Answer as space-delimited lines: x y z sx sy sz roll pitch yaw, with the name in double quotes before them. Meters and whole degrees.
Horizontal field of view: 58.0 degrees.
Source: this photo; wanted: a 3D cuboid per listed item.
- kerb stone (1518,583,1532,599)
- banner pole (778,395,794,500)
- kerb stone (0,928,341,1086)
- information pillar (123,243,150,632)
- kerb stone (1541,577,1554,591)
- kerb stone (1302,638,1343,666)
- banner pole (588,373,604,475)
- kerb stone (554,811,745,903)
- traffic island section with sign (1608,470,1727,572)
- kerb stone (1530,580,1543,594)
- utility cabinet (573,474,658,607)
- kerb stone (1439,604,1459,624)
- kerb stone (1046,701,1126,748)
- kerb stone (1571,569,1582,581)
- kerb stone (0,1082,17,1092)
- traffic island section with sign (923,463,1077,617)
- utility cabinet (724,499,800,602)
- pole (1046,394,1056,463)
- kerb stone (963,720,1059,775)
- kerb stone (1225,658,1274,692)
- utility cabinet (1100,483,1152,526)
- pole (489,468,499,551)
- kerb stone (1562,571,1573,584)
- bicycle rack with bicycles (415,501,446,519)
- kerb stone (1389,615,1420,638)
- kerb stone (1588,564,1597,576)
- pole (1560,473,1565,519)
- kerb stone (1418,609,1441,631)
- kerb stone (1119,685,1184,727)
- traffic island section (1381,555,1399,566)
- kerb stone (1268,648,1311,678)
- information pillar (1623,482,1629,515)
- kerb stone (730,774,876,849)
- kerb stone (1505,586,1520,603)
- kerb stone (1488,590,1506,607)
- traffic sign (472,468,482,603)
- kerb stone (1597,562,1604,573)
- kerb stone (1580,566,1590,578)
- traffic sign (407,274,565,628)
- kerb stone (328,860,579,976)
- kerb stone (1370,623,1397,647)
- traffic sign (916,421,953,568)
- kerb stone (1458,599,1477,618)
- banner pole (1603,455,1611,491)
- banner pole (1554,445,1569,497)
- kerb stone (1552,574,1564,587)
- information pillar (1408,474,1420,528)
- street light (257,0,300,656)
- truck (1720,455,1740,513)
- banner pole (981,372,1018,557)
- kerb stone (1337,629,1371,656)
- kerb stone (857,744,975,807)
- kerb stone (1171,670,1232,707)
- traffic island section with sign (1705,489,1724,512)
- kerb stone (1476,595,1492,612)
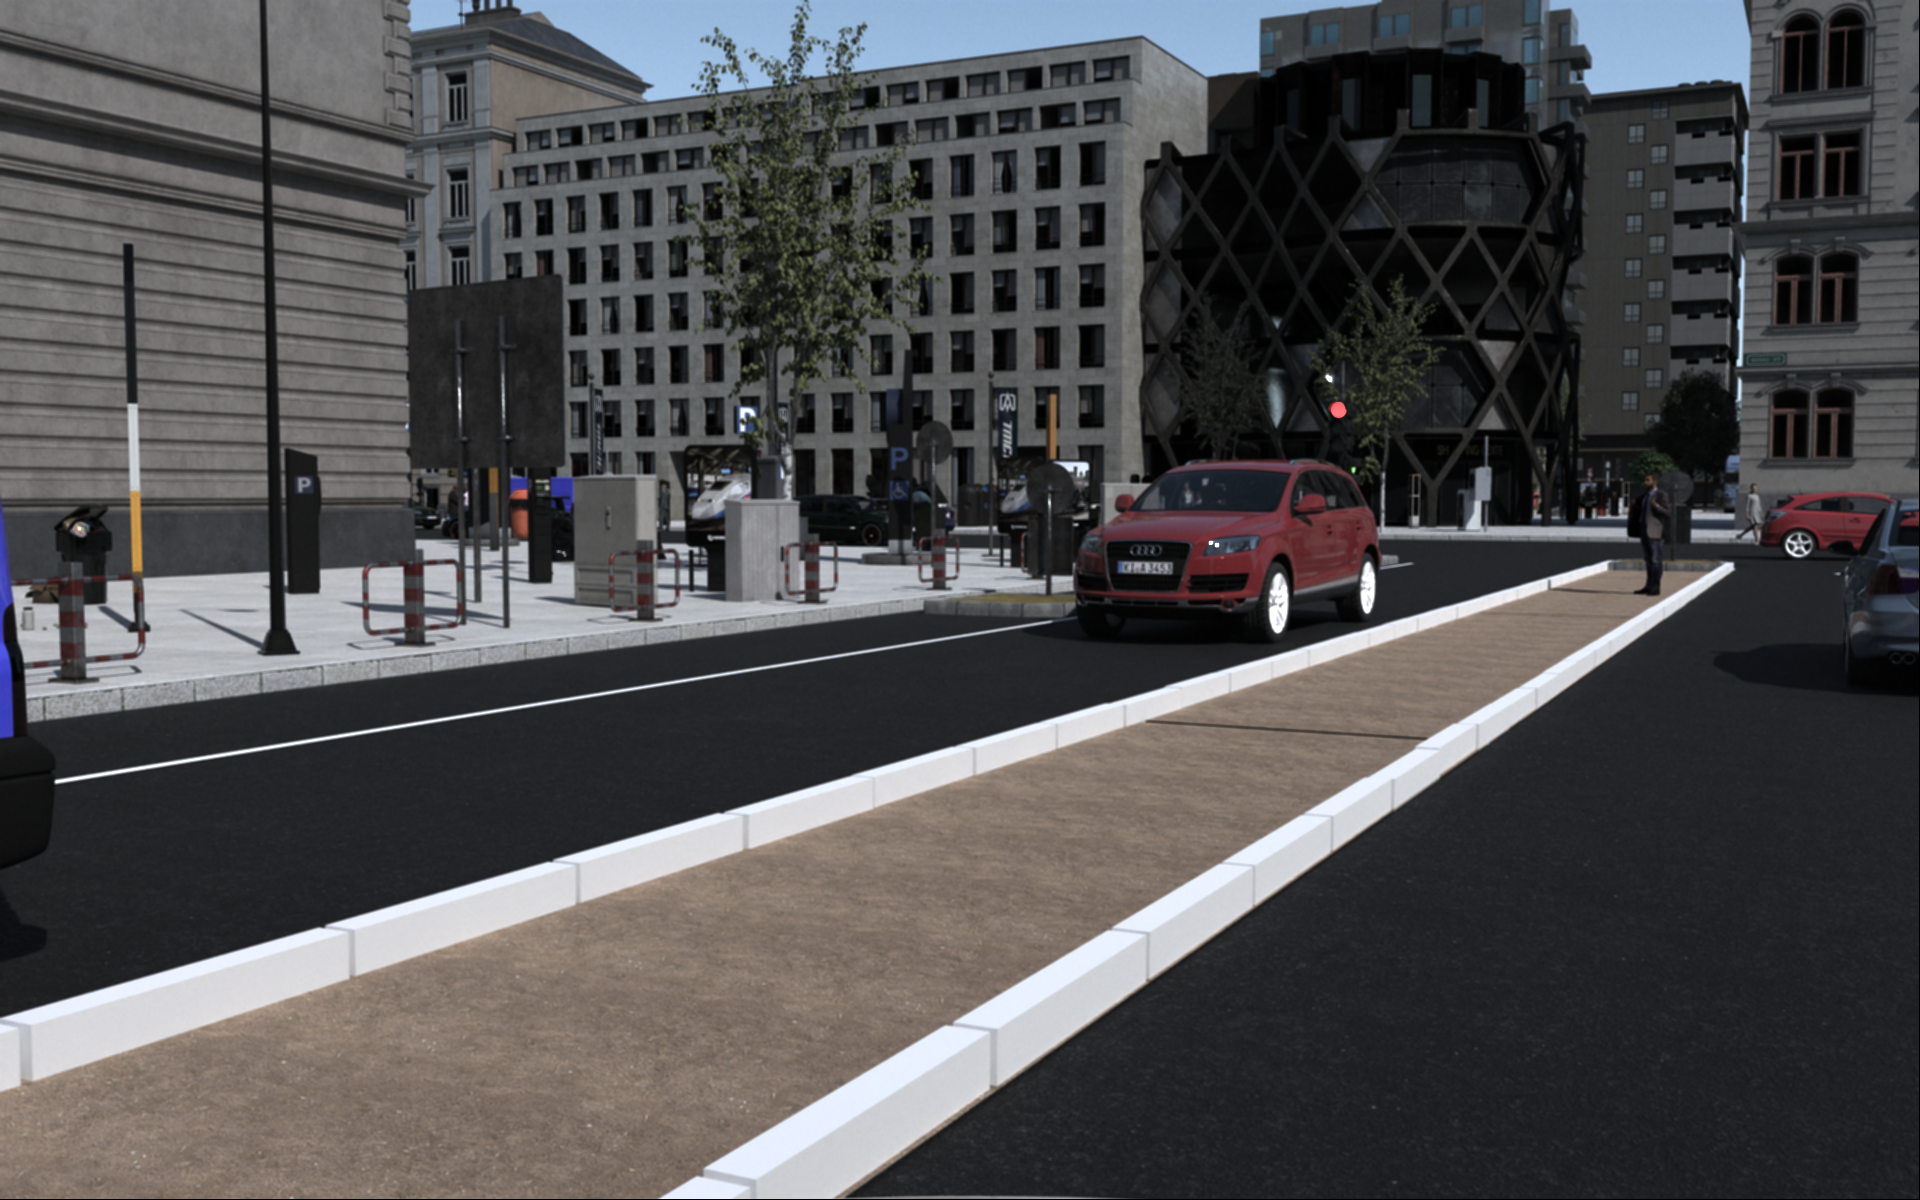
"kerb stone" 7.706 -0.101 23.854 0.120 0.150 1.000 2 4 27
"banner pole" -4.195 -3.181 42.022 0.401 3.779 0.863 2 4 27
"kerb stone" -2.072 1.074 4.663 0.120 0.150 1.000 2 4 27
"information pillar" -7.662 -1.511 16.058 0.183 3.616 0.504 -2 4 -25
"kerb stone" 8.632 -0.214 25.690 0.120 0.150 1.000 2 4 27
"kerb stone" 3.049 0.457 14.722 0.120 0.150 1.000 2 4 27
"banner pole" -7.603 -2.827 36.231 0.401 3.779 0.863 1 4 10
"kerb stone" -1.147 0.960 6.494 0.120 0.150 1.000 2 4 27
"traffic island section with sign" 13.448 -1.506 32.767 2.006 1.907 1.989 2 4 27
"kerb stone" 8.165 -0.158 24.778 0.120 0.150 1.000 2 4 27
"utility cabinet" -3.922 -0.670 19.641 1.173 1.500 0.318 3 5 42
"kerb stone" 5.371 0.177 19.294 0.120 0.150 1.000 2 4 27
"kerb stone" 0.719 0.737 10.149 0.120 0.150 1.000 2 4 27
"kerb stone" 10.035 -0.379 28.444 0.120 0.150 1.000 2 4 27
"kerb stone" -2.540 1.128 3.745 0.120 0.150 1.000 2 4 27
"traffic island section with sign" 0.887 -0.766 21.150 1.989 1.847 2.006 2 4 27
"utility cabinet" -2.384 -0.601 20.990 0.306 1.237 1.020 3 4 38
"pole" 1.870 -2.550 35.543 0.158 3.312 0.155 0 3 0
"kerb stone" 0.255 0.793 9.235 0.120 0.150 1.000 2 4 27
"kerb stone" 2.116 0.569 12.890 0.120 0.150 1.000 2 4 27
"utility cabinet" 3.477 -1.640 35.489 1.173 1.500 0.318 -1 4 -14
"pole" -10.491 -2.759 38.952 0.158 3.312 0.155 0 3 0
"kerb stone" 9.567 -0.326 27.525 0.120 0.150 1.000 2 4 27
"bicycle rack with bicycles" -27.257 -4.527 87.393 2.925 0.926 2.852 3 4 36
"kerb stone" 4.439 0.289 17.468 0.120 0.150 1.000 2 4 27
"kerb stone" 10.968 -0.495 30.281 0.120 0.150 1.000 2 4 27
"pole" 30.929 -5.812 88.862 0.158 3.312 0.155 0 3 0
"kerb stone" 4.912 0.234 18.377 0.120 0.150 1.000 2 4 27
"kerb stone" 1.189 0.687 11.060 0.120 0.150 1.000 2 4 27
"traffic island section" 7.747 -0.802 35.391 2.009 0.180 2.903 2 4 27
"kerb stone" 2.582 0.516 13.810 0.120 0.150 1.000 2 4 27
"information pillar" 41.564 -6.337 108.097 0.304 2.012 0.304 1 4 13
"kerb stone" -0.671 0.904 7.407 0.120 0.150 1.000 2 4 27
"kerb stone" 7.234 -0.046 22.944 0.120 0.150 1.000 2 4 27
"kerb stone" 6.769 0.010 22.031 0.120 0.150 1.000 2 4 27
"traffic sign" -5.700 -1.241 20.403 0.768 2.556 0.104 2 4 32
"kerb stone" 11.438 -0.543 31.201 0.120 0.150 1.000 2 4 27
"kerb stone" 10.502 -0.438 29.364 0.120 0.150 1.000 2 4 27
"traffic sign" -4.606 -1.396 16.696 2.265 3.308 0.079 3 4 36
"kerb stone" -1.610 1.018 5.579 0.120 0.150 1.000 2 4 27
"kerb stone" 3.975 0.350 16.550 0.120 0.150 1.000 2 4 27
"traffic sign" -0.466 -1.838 30.164 0.768 2.556 0.104 2 4 32
"kerb stone" 5.846 0.123 20.201 0.120 0.150 1.000 2 4 27
"banner pole" 41.782 -7.463 112.036 0.863 3.779 0.401 -2 4 -30
"banner pole" 30.497 -5.976 87.727 0.863 3.779 0.401 1 4 21
"kerb stone" 9.098 -0.270 26.606 0.120 0.150 1.000 2 4 27
"information pillar" 17.064 -3.705 65.068 0.304 2.012 0.304 -1 4 -12
"street light" -4.998 -2.505 13.494 1.470 5.913 1.316 2 4 27
"truck" 56.835 -8.289 125.285 2.967 4.110 18.799 2 4 25
"banner pole" 0.842 -2.794 35.706 0.863 3.779 0.401 -2 4 -26
"kerb stone" 3.509 0.401 15.638 0.120 0.150 1.000 2 4 27
"kerb stone" -0.215 0.848 8.325 0.120 0.150 1.000 2 4 27
"kerb stone" 1.646 0.625 11.977 0.120 0.150 1.000 2 4 27
"traffic island section with sign" 61.185 -8.006 139.532 1.989 1.847 2.006 2 4 27
"kerb stone" 6.306 0.070 21.117 0.120 0.150 1.000 2 4 27
